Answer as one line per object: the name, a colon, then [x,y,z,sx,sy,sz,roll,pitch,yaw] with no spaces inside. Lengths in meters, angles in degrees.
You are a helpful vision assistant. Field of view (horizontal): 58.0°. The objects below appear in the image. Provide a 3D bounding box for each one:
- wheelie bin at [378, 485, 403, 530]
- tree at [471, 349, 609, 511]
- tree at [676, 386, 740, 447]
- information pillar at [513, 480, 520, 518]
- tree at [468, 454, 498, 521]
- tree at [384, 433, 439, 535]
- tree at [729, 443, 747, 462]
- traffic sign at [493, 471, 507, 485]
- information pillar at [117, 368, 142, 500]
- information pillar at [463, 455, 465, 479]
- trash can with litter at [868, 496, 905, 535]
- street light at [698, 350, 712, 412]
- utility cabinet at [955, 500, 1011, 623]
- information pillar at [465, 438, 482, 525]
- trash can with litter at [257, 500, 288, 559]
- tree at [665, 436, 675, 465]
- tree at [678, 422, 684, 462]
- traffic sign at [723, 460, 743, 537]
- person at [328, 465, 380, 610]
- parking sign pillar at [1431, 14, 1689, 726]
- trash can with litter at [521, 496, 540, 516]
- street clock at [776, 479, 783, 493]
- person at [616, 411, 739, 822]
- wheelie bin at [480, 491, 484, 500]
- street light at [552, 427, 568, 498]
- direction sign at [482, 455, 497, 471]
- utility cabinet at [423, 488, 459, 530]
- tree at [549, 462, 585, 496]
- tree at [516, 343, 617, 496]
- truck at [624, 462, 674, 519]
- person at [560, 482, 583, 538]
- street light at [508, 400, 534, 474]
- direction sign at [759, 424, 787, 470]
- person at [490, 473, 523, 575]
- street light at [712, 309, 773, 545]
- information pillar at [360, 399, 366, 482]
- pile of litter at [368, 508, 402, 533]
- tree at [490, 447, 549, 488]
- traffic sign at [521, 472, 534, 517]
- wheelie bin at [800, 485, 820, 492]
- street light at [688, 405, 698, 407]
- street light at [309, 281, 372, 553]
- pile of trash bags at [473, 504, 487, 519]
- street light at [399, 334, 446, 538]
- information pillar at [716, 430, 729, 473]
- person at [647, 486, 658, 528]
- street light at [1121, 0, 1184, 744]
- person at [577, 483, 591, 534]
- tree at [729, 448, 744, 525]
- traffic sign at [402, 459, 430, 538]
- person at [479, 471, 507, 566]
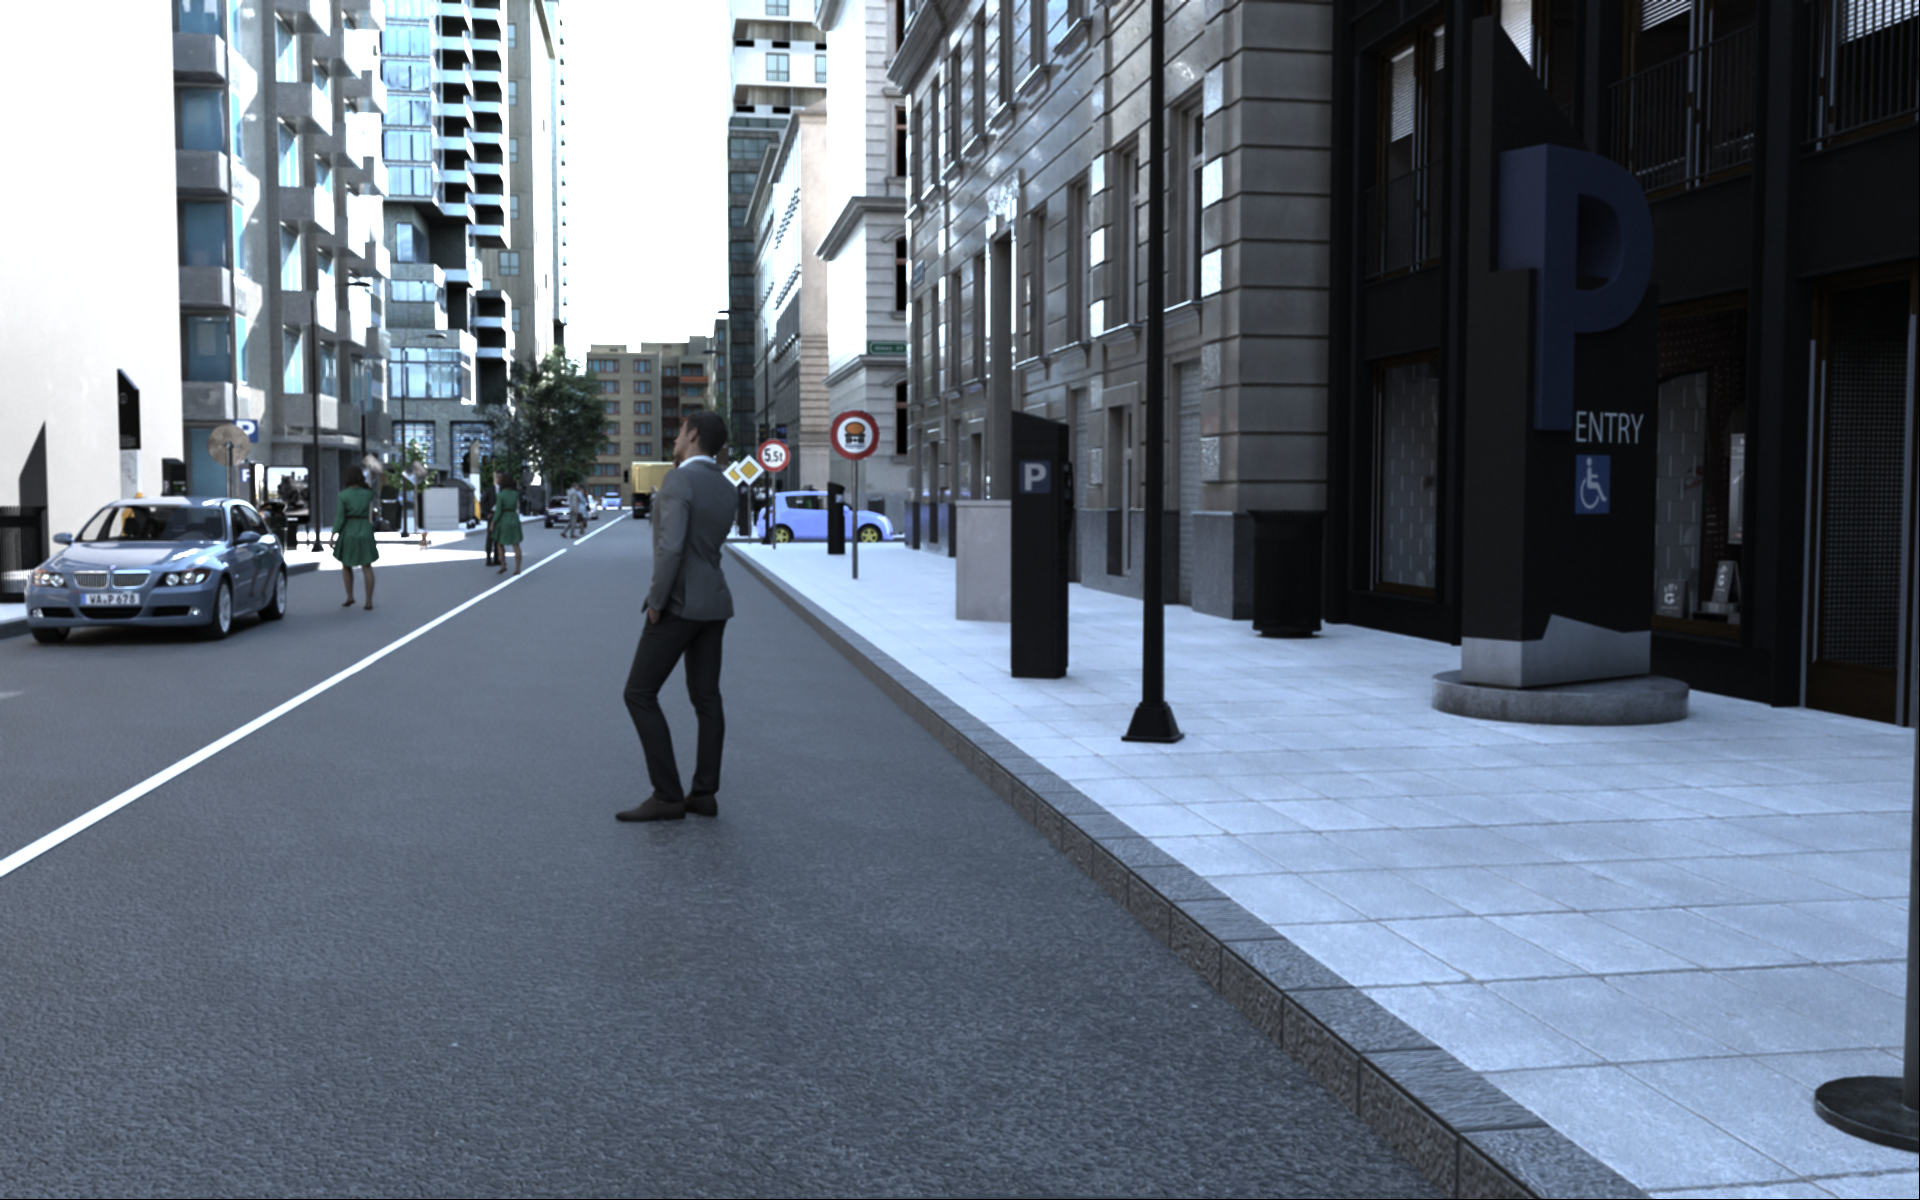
wheelie bin: [-20.540,-3.341,62.534,0.980,1.594,0.693,0,4,-1]
tree: [-26.843,-10.823,111.361,8.767,10.594,7.601,-2,4,-25]
tree: [-16.792,-10.204,117.190,4.737,8.622,4.395,0,3,0]
information pillar: [-23.693,-5.377,92.412,0.304,2.012,0.304,0,4,0]
tree: [-22.473,-5.378,82.539,1.663,3.219,1.824,0,3,0]
tree: [-17.149,-3.678,54.730,1.663,3.219,1.824,0,3,0]
tree: [-13.103,-6.836,95.480,4.285,4.588,4.351,0,3,0]
traffic sign: [-20.659,-4.634,77.893,0.606,2.300,0.079,0,4,-5]
information pillar: [-15.449,-2.501,32.240,0.504,3.616,0.183,2,4,26]
information pillar: [-25.584,-6.038,90.075,0.504,3.616,0.183,0,4,-8]
trash can with litter: [-2.230,-2.638,54.193,2.233,1.210,1.678,0,4,-1]
street light: [-7.597,-5.102,55.952,1.470,5.913,1.316,-1,4,-10]
utility cabinet: [0.453,-0.385,17.458,1.020,1.237,0.306,2,4,35]
information pillar: [-20.065,-4.910,71.627,0.183,3.616,0.504,3,4,36]
trash can with litter: [-13.618,-1.382,33.978,0.624,1.170,1.055,-3,5,-42]
tree: [-31.104,-14.972,195.158,4.737,8.622,4.395,0,3,0]
tree: [-25.820,-13.264,167.226,4.360,8.622,3.978,0,3,0]
traffic sign: [-6.688,-2.940,51.718,0.795,2.450,0.064,-1,4,-10]
person: [-7.511,-0.782,21.538,0.529,1.795,0.600,3,5,42]
parking sign pillar: [3.549,-1.327,10.174,1.447,3.967,1.447,-3,4,-37]
trash can with litter: [-24.767,-5.412,99.871,1.055,1.170,0.624,0,4,4]
street clock: [-8.927,-4.947,85.450,0.358,2.002,0.471,1,4,18]
person: [-1.246,0.059,7.709,0.473,1.802,0.592,3,4,39]
wheelie bin: [-26.258,-5.290,94.407,0.980,1.594,0.693,3,5,45]
street light: [-27.619,-9.001,119.699,1.470,5.913,1.316,-1,4,-10]
direction sign: [-27.478,-6.677,101.164,0.876,3.537,0.379,0,4,7]
utility cabinet: [-18.166,-3.175,60.591,1.173,1.500,0.318,-2,4,-33]
tree: [-33.060,-9.842,144.628,4.285,4.588,4.351,0,3,0]
tree: [-29.616,-12.978,130.316,7.486,12.596,7.792,0,3,0]
truck: [-18.493,-6.641,104.502,3.469,3.379,9.791,-1,4,-11]
person: [-12.603,-2.929,56.503,0.853,1.813,0.709,-3,4,-38]
street light: [-21.645,-6.895,85.278,1.470,5.913,1.316,-1,4,-10]
direction sign: [-6.037,-3.912,55.952,0.876,3.537,0.379,0,4,-6]
person: [-8.001,-1.341,30.668,0.529,1.795,0.600,3,4,36]
street light: [-5.428,-4.357,43.783,1.470,5.913,1.316,-1,4,-10]
information pillar: [-14.717,-3.144,42.753,0.183,3.616,0.504,-1,4,-22]
pile of litter: [-19.532,-2.681,57.796,1.719,0.858,1.176,1,4,14]
tree: [-31.038,-8.291,119.266,4.285,4.588,4.351,0,3,0]
traffic sign: [-24.689,-6.041,98.876,0.768,2.556,0.104,0,4,-4]
wheelie bin: [-5.051,-3.039,57.603,0.693,1.594,0.980,-2,4,-28]
street light: [-13.492,-7.211,90.447,1.470,5.913,1.316,-1,4,-10]
street light: [-13.538,-3.996,37.870,1.470,5.913,1.316,-1,4,-10]
pile of trash bags: [-25.495,-4.731,87.101,1.912,1.369,3.447,3,5,44]
street light: [-15.601,-4.755,50.289,1.470,5.913,1.316,-1,4,-10]
information pillar: [-8.664,-4.398,63.254,0.504,3.616,0.183,0,4,0]
person: [-13.071,-3.999,74.065,0.537,1.800,0.526,2,4,30]
street light: [0.476,-2.218,8.808,1.470,5.913,1.316,-1,4,-10]
person: [-13.518,-3.272,62.092,0.616,1.811,0.778,-2,4,-26]
tree: [-9.463,-4.785,72.837,1.663,3.219,1.824,0,3,0]
traffic sign: [-15.753,-2.847,50.188,0.795,2.450,0.064,-1,4,-10]
person: [-9.271,-1.646,34.773,0.474,1.900,0.648,3,5,40]
